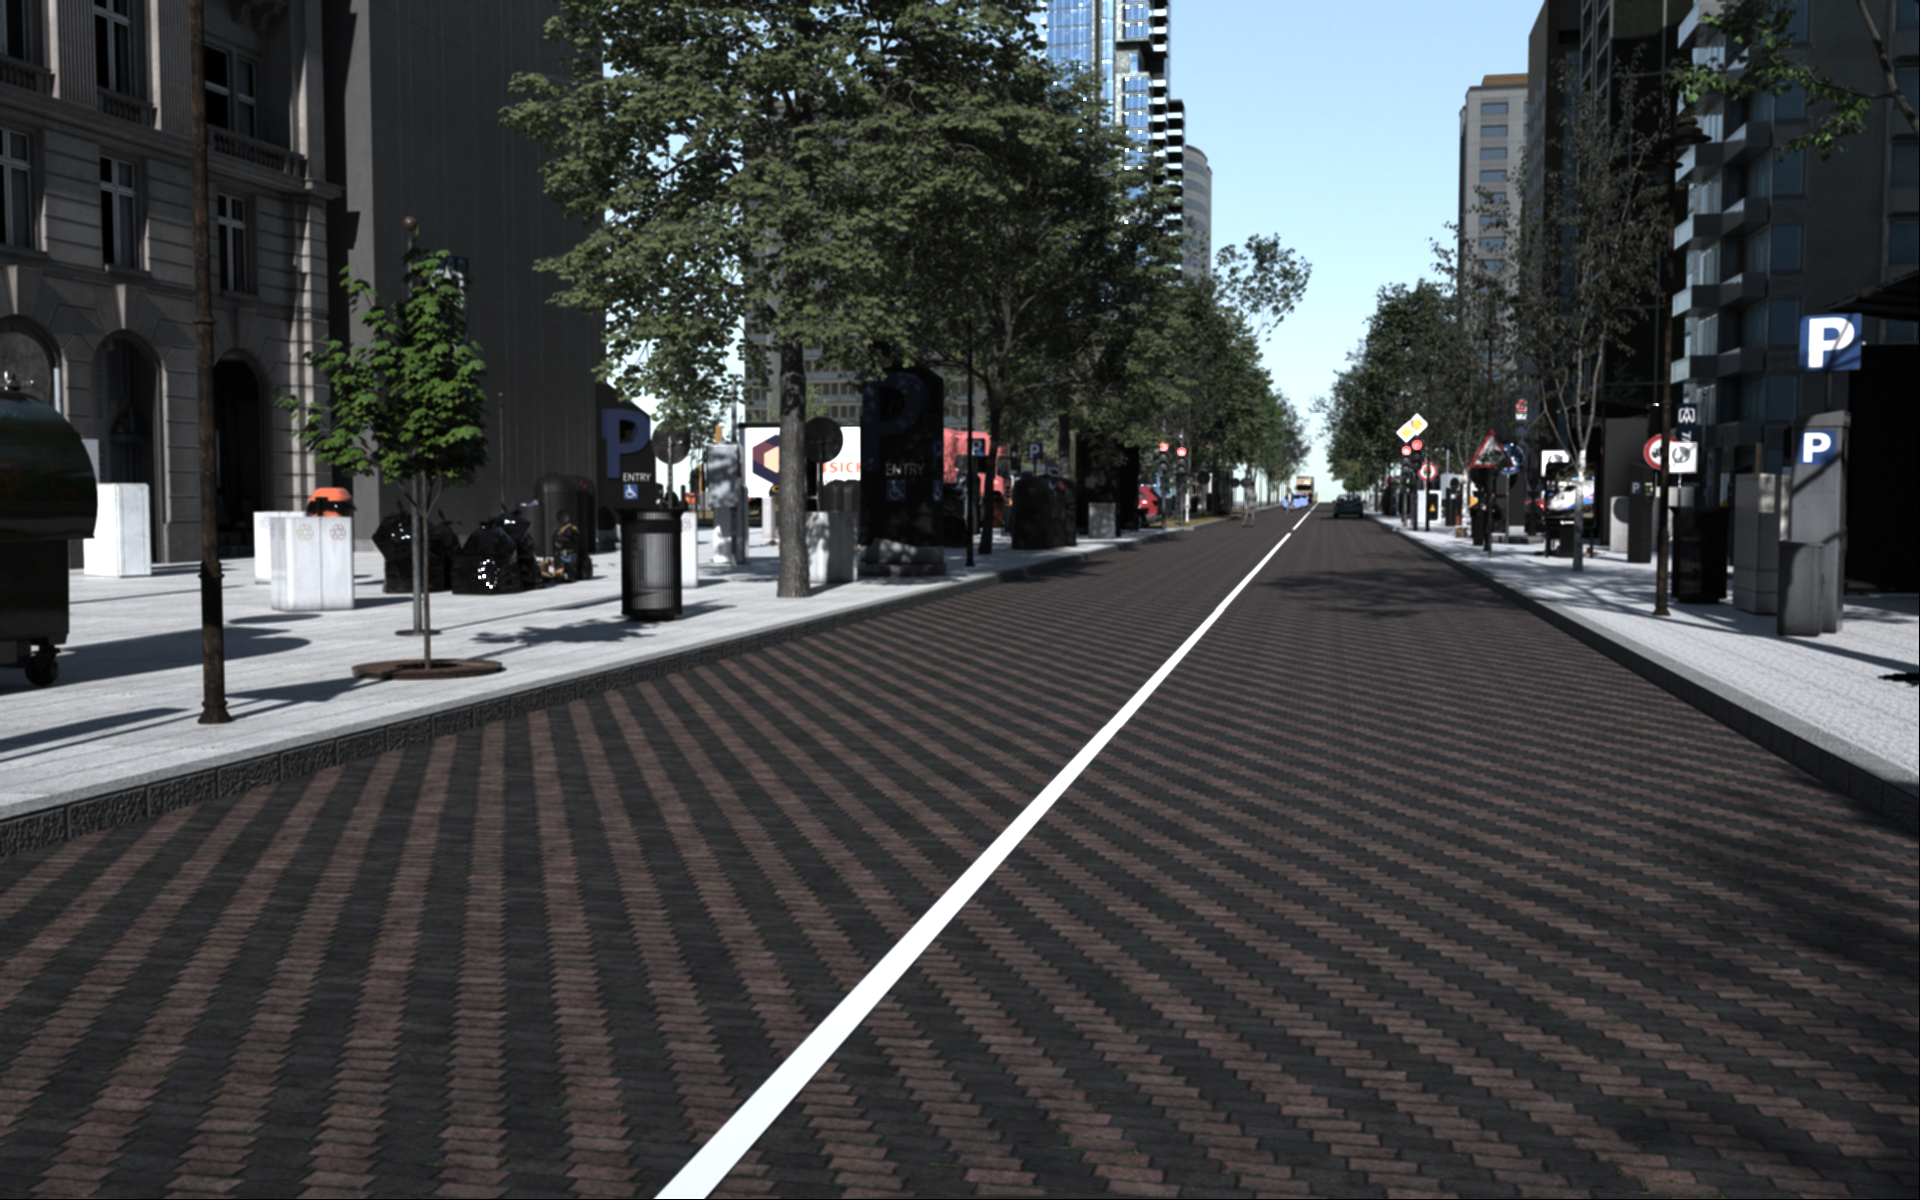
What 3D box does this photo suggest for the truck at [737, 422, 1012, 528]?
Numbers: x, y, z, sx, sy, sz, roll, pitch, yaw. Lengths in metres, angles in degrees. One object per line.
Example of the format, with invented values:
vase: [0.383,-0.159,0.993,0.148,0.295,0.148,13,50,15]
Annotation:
truck: [-2.964,-4.838,68.009,11.283,4.237,2.839,1,4,11]

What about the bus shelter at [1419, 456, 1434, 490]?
bus shelter: [32.145,-8.604,118.304,2.179,5.291,8.768,1,4,12]

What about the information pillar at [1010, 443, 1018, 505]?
information pillar: [2.373,-5.294,77.911,0.504,3.616,0.183,1,4,18]

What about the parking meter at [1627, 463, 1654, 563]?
parking meter: [12.629,-1.616,32.126,0.255,1.863,0.399,-2,4,-26]

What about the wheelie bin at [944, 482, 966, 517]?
wheelie bin: [-0.234,-2.380,46.820,0.693,1.594,0.980,2,4,30]

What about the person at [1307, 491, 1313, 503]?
person: [53.280,-15.649,263.999,1.348,1.869,0.705,-1,4,-13]

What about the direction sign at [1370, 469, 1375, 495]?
direction sign: [32.944,-8.936,138.092,0.876,3.537,0.379,-3,5,-41]

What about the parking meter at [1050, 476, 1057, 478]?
parking meter: [3.106,-3.148,57.188,0.255,1.863,0.399,1,4,14]

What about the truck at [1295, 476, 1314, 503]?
truck: [55.373,-17.684,278.044,2.839,4.237,11.283,1,4,13]

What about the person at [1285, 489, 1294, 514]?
person: [23.304,-6.950,122.113,0.794,1.824,0.713,3,4,36]

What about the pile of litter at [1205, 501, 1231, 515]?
pile of litter: [15.825,-5.646,106.271,1.719,0.858,1.176,0,4,1]

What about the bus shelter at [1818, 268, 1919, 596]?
bus shelter: [10.981,-1.677,18.701,1.731,3.624,6.357,1,4,12]

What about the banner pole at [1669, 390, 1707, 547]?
banner pole: [17.755,-3.178,41.980,0.863,3.779,0.401,1,4,10]

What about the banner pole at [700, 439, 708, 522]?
banner pole: [-11.597,-5.464,79.356,0.401,3.779,0.863,2,4,32]

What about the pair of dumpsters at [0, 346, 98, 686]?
pair of dumpsters: [-6.947,-0.437,9.633,1.574,2.255,4.437,1,4,12]

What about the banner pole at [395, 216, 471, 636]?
banner pole: [-4.818,-1.584,15.910,0.401,3.779,0.863,3,4,37]

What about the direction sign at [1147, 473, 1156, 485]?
direction sign: [15.659,-9.178,142.050,0.876,3.537,0.379,3,4,38]

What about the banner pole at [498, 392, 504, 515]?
banner pole: [-11.243,-3.212,42.537,0.401,3.779,0.863,-1,4,-15]

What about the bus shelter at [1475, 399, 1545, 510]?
bus shelter: [22.295,-5.697,70.773,2.179,5.291,8.768,1,4,12]

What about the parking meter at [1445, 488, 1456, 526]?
parking meter: [19.458,-3.687,68.700,0.372,1.533,0.369,0,3,0]

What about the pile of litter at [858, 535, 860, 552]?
pile of litter: [-2.036,-1.496,38.431,1.176,0.858,1.719,-2,4,-35]

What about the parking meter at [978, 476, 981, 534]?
parking meter: [0.513,-3.080,56.072,0.255,1.863,0.399,1,4,10]

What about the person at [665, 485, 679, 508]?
person: [-12.063,-3.875,71.834,0.794,1.824,0.713,-2,4,-27]

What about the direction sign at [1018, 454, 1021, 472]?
direction sign: [3.113,-6.528,98.728,0.876,3.537,0.379,-2,4,-32]

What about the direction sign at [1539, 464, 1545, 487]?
direction sign: [44.577,-8.574,132.187,0.876,3.537,0.379,-1,4,-17]

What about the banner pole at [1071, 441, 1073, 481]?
banner pole: [5.463,-5.602,81.608,0.863,3.779,0.401,3,4,36]

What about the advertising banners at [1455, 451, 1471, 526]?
advertising banners: [20.382,-4.563,70.787,0.090,3.025,2.074,-1,4,-10]

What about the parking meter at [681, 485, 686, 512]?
parking meter: [-17.890,-6.500,111.983,0.255,1.863,0.399,0,4,-2]

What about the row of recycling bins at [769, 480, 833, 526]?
row of recycling bins: [-5.424,-3.305,61.145,3.534,1.692,1.069,3,5,42]

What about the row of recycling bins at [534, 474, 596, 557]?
row of recycling bins: [-8.400,-1.813,36.754,1.069,1.692,3.534,0,4,-4]

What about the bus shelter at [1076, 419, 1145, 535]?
bus shelter: [5.113,-4.039,57.315,1.731,3.624,6.357,1,4,12]

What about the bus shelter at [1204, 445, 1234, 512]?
bus shelter: [19.358,-9.291,129.541,2.179,5.291,8.768,1,4,12]

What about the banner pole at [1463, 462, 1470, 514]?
banner pole: [32.919,-7.519,112.956,0.401,3.779,0.863,-3,4,-39]

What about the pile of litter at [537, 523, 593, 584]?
pile of litter: [-6.036,-0.703,25.463,1.176,0.858,1.719,1,4,23]

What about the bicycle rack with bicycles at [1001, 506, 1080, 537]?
bicycle rack with bicycles: [2.353,-2.396,52.555,2.852,0.926,2.925,0,4,6]

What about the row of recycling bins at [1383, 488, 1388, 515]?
row of recycling bins: [26.274,-6.011,105.391,1.069,1.692,3.534,1,4,13]

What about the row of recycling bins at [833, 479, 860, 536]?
row of recycling bins: [-1.958,-2.663,50.648,3.534,1.692,1.069,3,4,38]

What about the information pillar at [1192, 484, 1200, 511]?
information pillar: [17.242,-7.512,127.308,0.304,2.012,0.304,1,4,16]

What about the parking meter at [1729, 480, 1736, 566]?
parking meter: [13.934,-1.373,30.865,0.372,1.533,0.369,0,3,0]

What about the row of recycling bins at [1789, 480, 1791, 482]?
row of recycling bins: [20.680,-2.183,42.809,1.069,1.692,3.534,-2,4,-33]

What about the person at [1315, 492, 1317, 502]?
person: [61.194,-17.682,297.611,0.705,1.823,1.348,0,4,2]

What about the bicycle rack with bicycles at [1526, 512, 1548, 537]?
bicycle rack with bicycles: [17.984,-2.243,50.057,2.925,0.926,2.852,1,4,23]

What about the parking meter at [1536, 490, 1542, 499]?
parking meter: [39.706,-6.748,118.735,0.372,1.533,0.369,0,3,0]

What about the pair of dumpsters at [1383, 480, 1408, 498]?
pair of dumpsters: [29.282,-6.959,116.280,1.574,2.255,4.437,1,4,12]

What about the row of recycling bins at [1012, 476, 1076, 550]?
row of recycling bins: [1.987,-2.093,41.331,1.069,1.692,3.534,1,4,18]

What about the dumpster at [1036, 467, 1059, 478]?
dumpster: [3.156,-3.673,62.548,1.502,2.255,1.985,1,4,12]

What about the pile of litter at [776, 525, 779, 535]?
pile of litter: [-5.535,-2.482,54.544,1.176,0.858,1.719,2,4,34]

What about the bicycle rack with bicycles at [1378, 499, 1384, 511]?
bicycle rack with bicycles: [32.745,-7.264,132.140,2.925,0.926,2.852,-2,4,-30]

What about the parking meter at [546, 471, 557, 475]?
parking meter: [-10.477,-2.369,44.447,0.255,1.863,0.399,-1,4,-17]

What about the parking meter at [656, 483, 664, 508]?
parking meter: [-15.813,-5.225,91.147,0.255,1.863,0.399,3,5,40]

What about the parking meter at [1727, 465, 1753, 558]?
parking meter: [15.494,-1.757,34.436,0.399,1.863,0.255,0,4,4]

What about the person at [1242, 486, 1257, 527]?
person: [12.537,-4.051,75.014,0.520,1.790,0.573,-2,4,-28]

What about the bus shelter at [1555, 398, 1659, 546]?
bus shelter: [16.874,-3.310,45.400,1.731,3.624,6.357,1,4,12]
